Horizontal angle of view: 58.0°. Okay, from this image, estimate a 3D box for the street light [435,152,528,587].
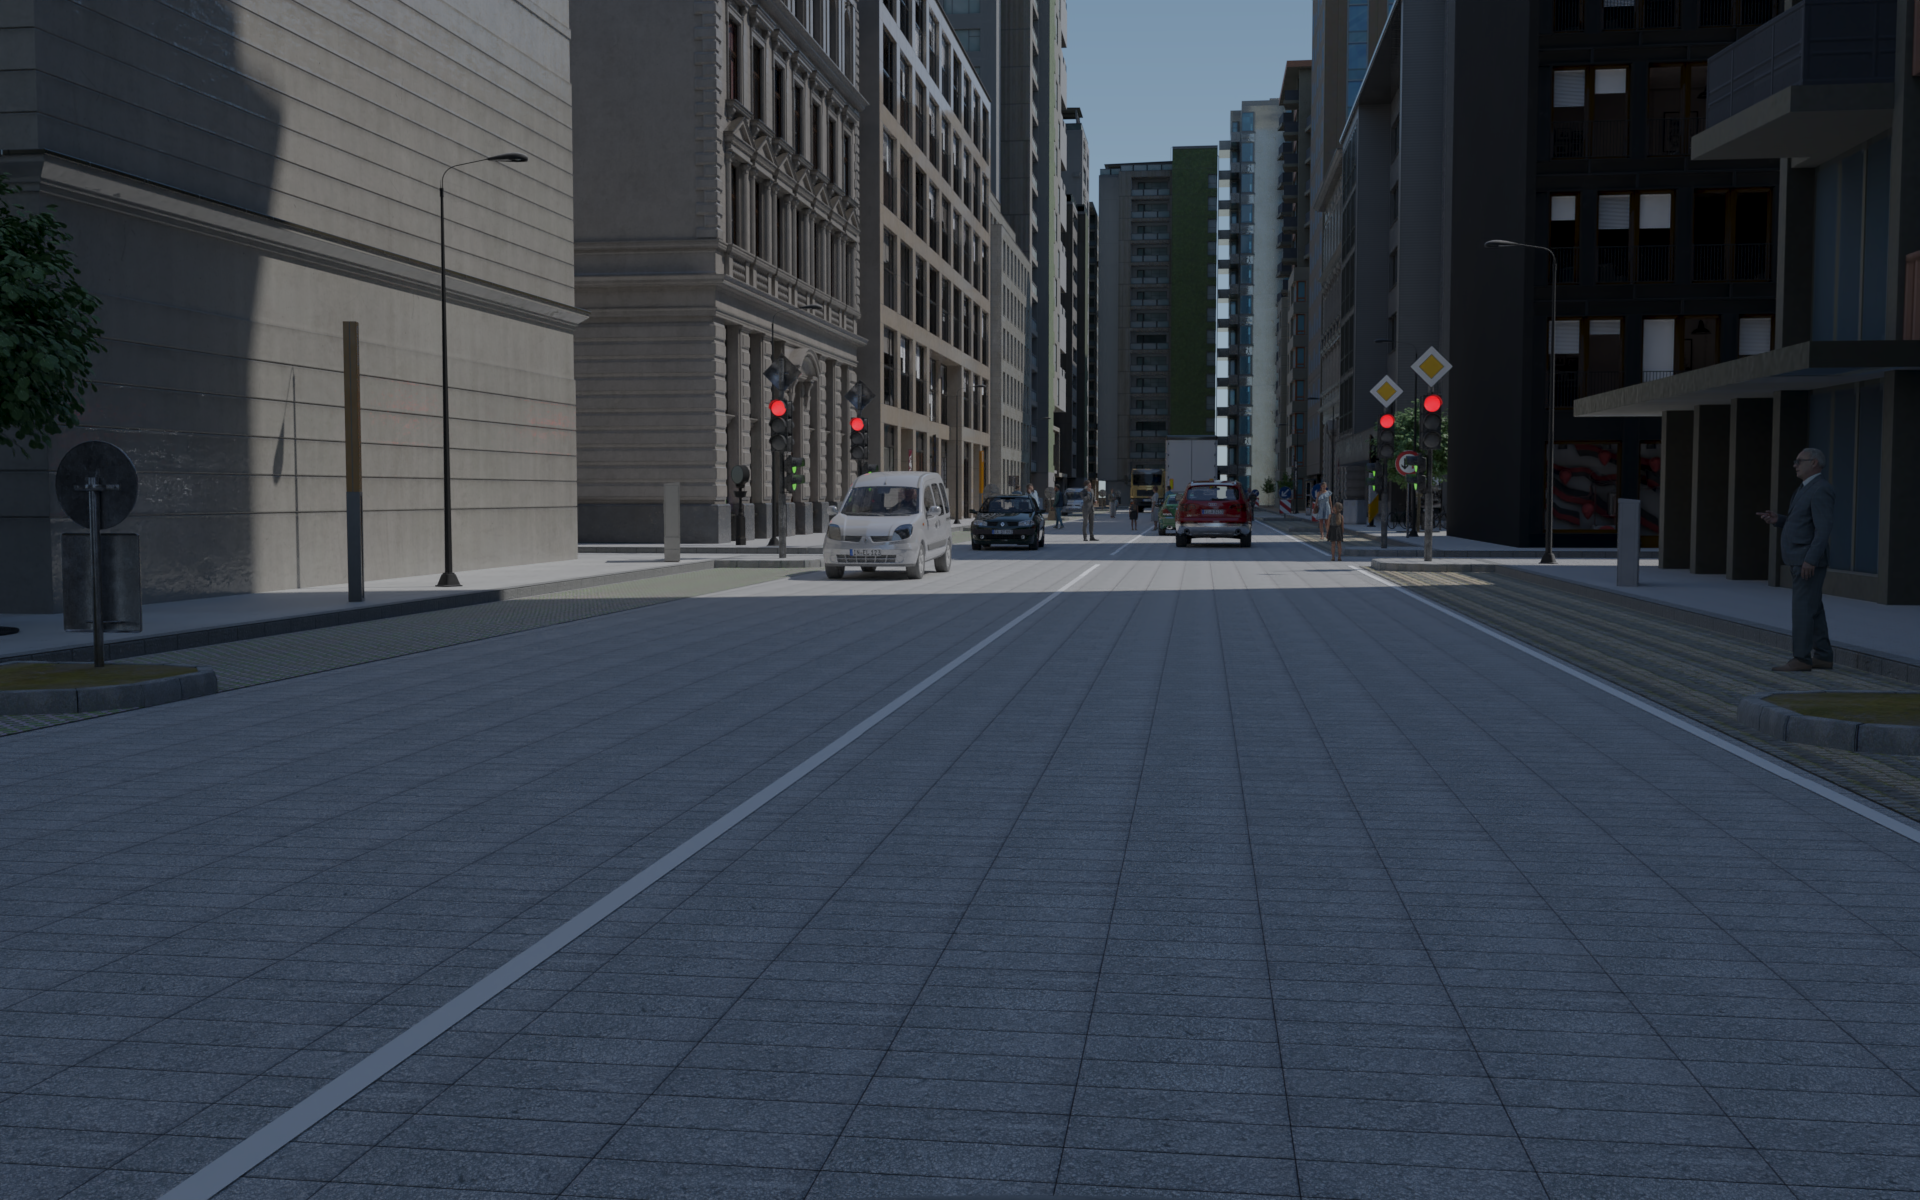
[{"bbox_3d":[-6.559,-3.134,23.777,1.470,5.913,1.316,0,4,8],"label":"street light"}]

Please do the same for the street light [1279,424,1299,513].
[{"bbox_3d":[21.741,-8.681,114.470,1.470,5.913,1.316,0,4,8],"label":"street light"}]

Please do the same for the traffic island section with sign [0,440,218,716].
[{"bbox_3d":[-6.388,-0.212,12.094,1.989,1.847,2.006,0,4,8],"label":"traffic island section with sign"}]

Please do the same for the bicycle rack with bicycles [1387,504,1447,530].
[{"bbox_3d":[16.921,-3.058,63.373,2.925,0.926,2.852,-1,4,-18],"label":"bicycle rack with bicycles"}]

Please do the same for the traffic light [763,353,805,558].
[{"bbox_3d":[-3.540,-2.795,34.612,0.839,4.253,0.868,0,4,8],"label":"traffic light"}]

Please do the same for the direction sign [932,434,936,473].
[{"bbox_3d":[-0.981,-4.532,66.097,0.379,3.537,0.876,0,4,-8],"label":"direction sign"}]

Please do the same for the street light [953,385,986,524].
[{"bbox_3d":[0.406,-6.192,73.782,1.470,5.913,1.316,0,4,8],"label":"street light"}]

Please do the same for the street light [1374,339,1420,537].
[{"bbox_3d":[13.093,-4.856,51.944,1.470,5.913,1.316,0,4,8],"label":"street light"}]

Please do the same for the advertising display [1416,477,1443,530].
[{"bbox_3d":[16.649,-3.449,61.600,0.974,1.923,0.123,1,4,21],"label":"advertising display"}]

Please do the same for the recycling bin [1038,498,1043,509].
[{"bbox_3d":[5.114,-6.394,117.088,0.722,1.027,0.722,-2,4,-28],"label":"recycling bin"}]

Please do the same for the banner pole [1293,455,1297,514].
[{"bbox_3d":[21.512,-7.414,111.231,0.401,3.779,0.863,0,4,-7],"label":"banner pole"}]

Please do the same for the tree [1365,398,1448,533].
[{"bbox_3d":[15.287,-4.544,58.000,4.285,4.588,4.351,0,3,0],"label":"tree"}]

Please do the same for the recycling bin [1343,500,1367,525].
[{"bbox_3d":[16.721,-3.715,73.294,0.722,1.027,0.722,-3,5,-41],"label":"recycling bin"}]

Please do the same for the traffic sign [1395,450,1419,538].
[{"bbox_3d":[13.053,-3.078,50.424,0.768,2.556,0.104,1,4,11],"label":"traffic sign"}]

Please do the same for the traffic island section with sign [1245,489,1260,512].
[{"bbox_3d":[24.029,-8.143,141.760,1.989,1.847,2.006,0,4,8],"label":"traffic island section with sign"}]

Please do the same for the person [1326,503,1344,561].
[{"bbox_3d":[7.999,-1.453,36.928,0.362,1.253,0.373,0,4,5],"label":"person"}]

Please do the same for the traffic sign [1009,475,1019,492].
[{"bbox_3d":[2.948,-5.659,94.651,0.606,2.300,0.079,1,4,15],"label":"traffic sign"}]

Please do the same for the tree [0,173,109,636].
[{"bbox_3d":[-9.412,-1.956,15.699,4.285,4.588,4.351,0,3,0],"label":"tree"}]

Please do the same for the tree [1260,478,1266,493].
[{"bbox_3d":[30.006,-10.664,168.955,1.663,3.219,1.824,0,3,0],"label":"tree"}]

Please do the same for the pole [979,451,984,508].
[{"bbox_3d":[1.009,-5.378,81.778,0.158,3.312,0.155,0,3,0],"label":"pole"}]

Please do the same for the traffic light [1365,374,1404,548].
[{"bbox_3d":[10.002,-3.174,40.819,0.839,4.253,0.868,0,4,8],"label":"traffic light"}]

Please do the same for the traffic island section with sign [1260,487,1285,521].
[{"bbox_3d":[17.193,-5.121,92.357,1.989,1.847,2.006,0,4,8],"label":"traffic island section with sign"}]

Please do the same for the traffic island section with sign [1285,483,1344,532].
[{"bbox_3d":[13.463,-3.482,65.554,1.989,1.847,2.006,0,4,8],"label":"traffic island section with sign"}]

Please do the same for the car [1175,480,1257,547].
[{"bbox_3d":[7.088,-2.413,48.128,2.281,1.827,5.304,1,4,10],"label":"car"}]

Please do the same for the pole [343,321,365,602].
[{"bbox_3d":[-7.201,-1.635,20.570,0.158,3.312,0.155,0,3,0],"label":"pole"}]

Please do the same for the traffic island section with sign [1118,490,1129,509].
[{"bbox_3d":[15.698,-9.954,171.375,1.989,1.847,2.006,0,4,8],"label":"traffic island section with sign"}]

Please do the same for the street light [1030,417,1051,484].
[{"bbox_3d":[4.805,-8.098,104.938,1.470,5.913,1.316,0,4,8],"label":"street light"}]

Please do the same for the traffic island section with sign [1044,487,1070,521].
[{"bbox_3d":[4.933,-5.204,93.718,1.989,1.847,2.006,0,4,8],"label":"traffic island section with sign"}]

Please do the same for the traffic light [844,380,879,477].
[{"bbox_3d":[-2.443,-3.278,42.522,0.839,4.253,0.868,0,4,8],"label":"traffic light"}]

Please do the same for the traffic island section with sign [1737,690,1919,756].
[{"bbox_3d":[5.789,-0.098,10.228,1.989,1.847,2.006,0,4,8],"label":"traffic island section with sign"}]

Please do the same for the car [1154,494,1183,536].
[{"bbox_3d":[7.927,-3.023,61.216,2.131,1.459,4.920,0,4,6],"label":"car"}]

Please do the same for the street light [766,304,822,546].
[{"bbox_3d":[-4.069,-4.287,42.637,1.470,5.913,1.316,0,4,8],"label":"street light"}]

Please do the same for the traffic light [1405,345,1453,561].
[{"bbox_3d":[8.905,-2.690,32.909,0.839,4.253,0.868,0,4,8],"label":"traffic light"}]

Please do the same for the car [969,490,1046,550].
[{"bbox_3d":[1.288,-2.187,45.542,2.009,1.686,4.222,0,4,6],"label":"car"}]

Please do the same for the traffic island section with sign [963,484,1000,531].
[{"bbox_3d":[1.223,-3.569,66.989,1.989,1.847,2.006,0,4,8],"label":"traffic island section with sign"}]

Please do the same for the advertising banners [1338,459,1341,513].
[{"bbox_3d":[16.774,-4.917,76.577,0.090,3.025,2.074,1,4,10],"label":"advertising banners"}]

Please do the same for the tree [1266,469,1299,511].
[{"bbox_3d":[24.701,-8.379,131.606,1.663,3.219,1.824,0,3,0],"label":"tree"}]

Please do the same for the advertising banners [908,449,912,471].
[{"bbox_3d":[-2.112,-4.309,66.644,0.090,3.025,2.074,1,4,14],"label":"advertising banners"}]

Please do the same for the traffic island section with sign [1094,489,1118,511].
[{"bbox_3d":[11.908,-8.281,144.018,1.989,1.847,2.006,0,4,8],"label":"traffic island section with sign"}]

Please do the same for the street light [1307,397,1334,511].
[{"bbox_3d":[17.336,-6.763,83.122,1.470,5.913,1.316,0,4,8],"label":"street light"}]

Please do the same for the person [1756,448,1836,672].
[{"bbox_3d":[6.790,-0.328,14.036,0.590,1.801,0.661,1,4,14],"label":"person"}]

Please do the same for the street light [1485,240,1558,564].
[{"bbox_3d":[10.299,-3.624,31.796,1.470,5.913,1.316,0,4,8],"label":"street light"}]
